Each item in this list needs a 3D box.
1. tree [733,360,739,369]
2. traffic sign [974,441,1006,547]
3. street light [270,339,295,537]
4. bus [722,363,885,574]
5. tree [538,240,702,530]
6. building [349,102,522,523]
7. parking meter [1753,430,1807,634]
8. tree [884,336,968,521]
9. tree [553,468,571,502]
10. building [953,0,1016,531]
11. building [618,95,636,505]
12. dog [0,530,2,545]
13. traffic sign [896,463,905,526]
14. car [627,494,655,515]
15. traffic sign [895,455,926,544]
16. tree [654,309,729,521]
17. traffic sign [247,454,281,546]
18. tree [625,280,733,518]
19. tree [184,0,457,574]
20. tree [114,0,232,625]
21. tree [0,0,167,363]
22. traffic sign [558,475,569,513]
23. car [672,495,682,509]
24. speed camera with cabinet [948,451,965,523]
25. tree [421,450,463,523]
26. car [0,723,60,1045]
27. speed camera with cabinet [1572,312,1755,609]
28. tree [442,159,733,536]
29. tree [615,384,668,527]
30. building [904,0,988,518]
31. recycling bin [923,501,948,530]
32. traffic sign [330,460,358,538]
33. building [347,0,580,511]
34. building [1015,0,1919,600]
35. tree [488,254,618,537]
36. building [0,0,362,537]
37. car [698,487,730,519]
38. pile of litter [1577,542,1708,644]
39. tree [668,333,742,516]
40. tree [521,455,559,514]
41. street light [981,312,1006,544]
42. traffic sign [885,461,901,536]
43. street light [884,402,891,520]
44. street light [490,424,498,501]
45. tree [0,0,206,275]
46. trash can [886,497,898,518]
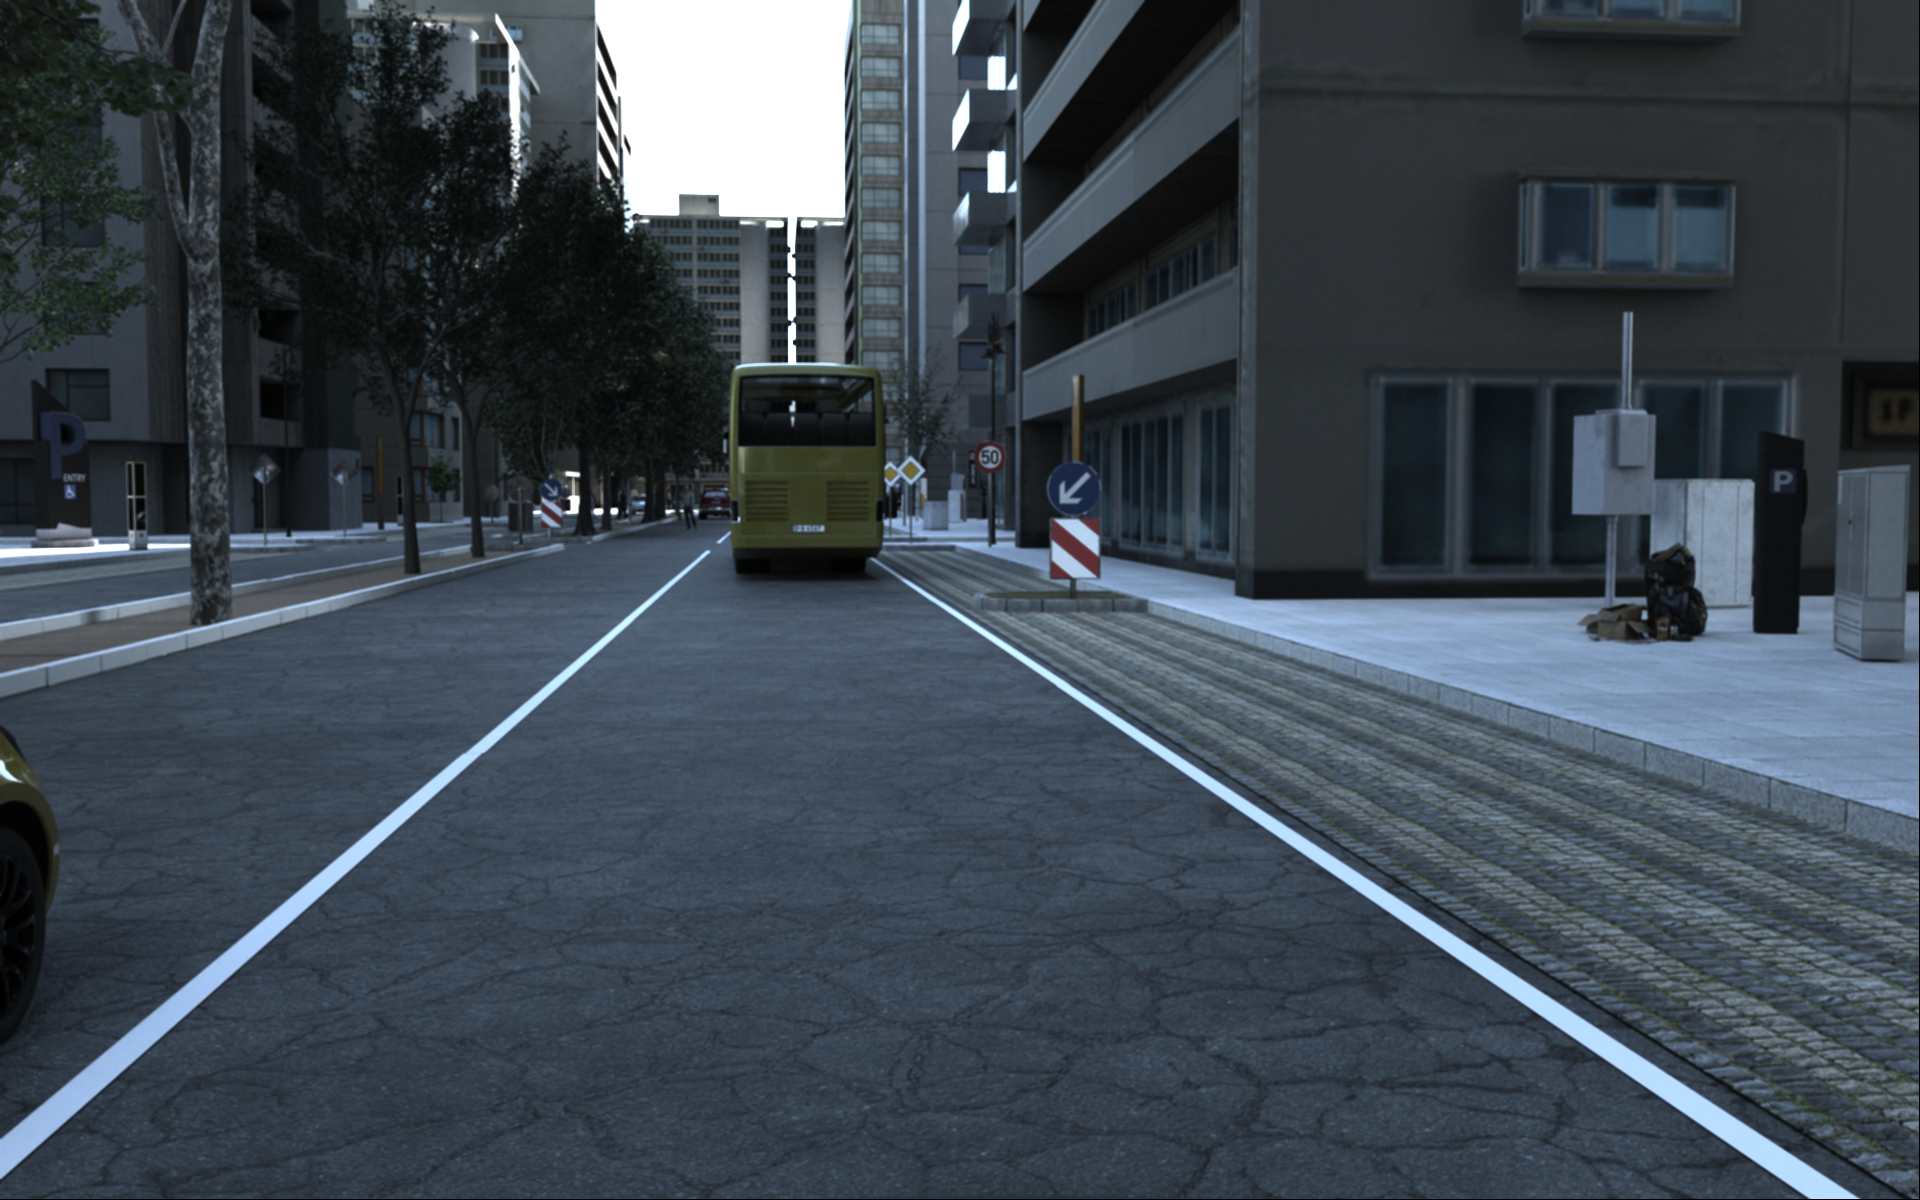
[{"bbox_3d":[-14.883,-9.986,82.739,9.611,12.733,9.660,0,3,0],"label":"tree"},{"bbox_3d":[0.727,-2.554,41.863,0.768,2.556,0.104,0,4,3],"label":"traffic sign"},{"bbox_3d":[-20.111,-4.827,51.717,0.468,5.910,1.993,0,4,-6],"label":"street light"},{"bbox_3d":[-3.266,-2.605,34.144,2.896,3.916,12.252,0,4,-7],"label":"bus"},{"bbox_3d":[-14.127,-9.048,68.512,7.486,12.596,7.792,0,3,0],"label":"tree"},{"bbox_3d":[-39.083,-14.979,89.939,27.650,21.520,28.899,0,4,-6],"label":"building"},{"bbox_3d":[7.556,-0.626,15.950,0.399,1.863,0.255,1,4,16],"label":"parking meter"},{"bbox_3d":[-1.824,-8.029,81.640,4.360,8.622,3.978,0,3,0],"label":"tree"},{"bbox_3d":[-28.407,-7.776,121.734,1.663,3.219,1.824,0,3,0],"label":"tree"},{"bbox_3d":[14.929,-27.243,65.032,30.456,49.044,23.786,0,4,-6],"label":"building"},{"bbox_3d":[-43.612,-33.051,190.491,14.200,45.320,14.600,0,4,-6],"label":"building"},{"bbox_3d":[-24.690,-1.524,44.211,0.406,0.507,0.540,-2,4,-29],"label":"dog"},{"bbox_3d":[-2.239,-4.256,69.690,0.768,2.556,0.104,0,4,1],"label":"traffic sign"},{"bbox_3d":[-21.964,-6.600,119.915,2.014,1.417,4.499,0,4,-5],"label":"car"},{"bbox_3d":[-1.269,-2.504,44.577,0.795,2.450,0.064,0,4,-6],"label":"traffic sign"},{"bbox_3d":[-16.139,-10.051,92.544,9.928,11.665,9.643,0,3,0],"label":"tree"},{"bbox_3d":[-17.225,-2.401,42.900,0.795,2.450,0.064,0,4,-6],"label":"traffic sign"},{"bbox_3d":[-17.766,-11.818,102.330,9.857,13.997,8.962,0,3,0],"label":"tree"},{"bbox_3d":[-9.799,-5.756,30.981,8.767,10.594,7.601,0,4,-6],"label":"tree"},{"bbox_3d":[-9.516,-9.833,19.124,12.611,20.169,13.585,0,3,0],"label":"tree"},{"bbox_3d":[-19.176,-6.546,32.779,9.928,11.665,9.643,0,3,0],"label":"tree"},{"bbox_3d":[-26.891,-7.171,117.351,0.768,2.556,0.104,0,4,2],"label":"traffic sign"},{"bbox_3d":[-26.938,-9.508,168.040,1.945,1.354,3.894,0,4,-4],"label":"car"},{"bbox_3d":[-0.148,-5.126,78.147,0.660,3.252,2.038,0,4,6],"label":"speed camera with cabinet"},{"bbox_3d":[-22.980,-5.022,76.703,1.663,3.219,1.824,0,3,0],"label":"tree"},{"bbox_3d":[-3.209,0.429,3.214,2.015,1.641,3.980,0,4,-5],"label":"car"},{"bbox_3d":[7.855,-1.528,19.319,2.038,3.252,0.660,-1,4,-18],"label":"speed camera with cabinet"},{"bbox_3d":[-12.855,-8.538,59.067,9.611,12.733,9.660,0,3,0],"label":"tree"},{"bbox_3d":[-14.370,-7.496,75.374,4.737,8.622,4.395,0,3,0],"label":"tree"},{"bbox_3d":[7.138,-34.386,104.216,21.231,58.520,28.212,0,4,-6],"label":"building"},{"bbox_3d":[-0.873,-3.007,61.719,0.722,1.027,0.722,-1,4,-22],"label":"recycling bin"},{"bbox_3d":[-18.073,-2.887,50.840,0.795,2.450,0.064,0,4,-6],"label":"traffic sign"},{"bbox_3d":[-46.680,-27.099,134.954,32.217,40.220,23.993,0,4,-6],"label":"building"},{"bbox_3d":[13.039,-24.916,31.084,21.300,48.544,21.600,0,4,-6],"label":"building"},{"bbox_3d":[-12.364,-6.074,52.131,4.360,8.622,3.978,0,3,0],"label":"tree"},{"bbox_3d":[-28.713,-17.426,56.616,14.160,30.474,14.107,0,4,-6],"label":"building"},{"bbox_3d":[-13.947,-5.571,99.758,2.281,1.827,5.304,0,4,-5],"label":"car"},{"bbox_3d":[6.120,-0.100,15.593,1.719,0.858,1.176,-3,5,-41],"label":"pile of litter"},{"bbox_3d":[-18.645,-12.303,113.986,12.009,13.543,11.850,0,3,0],"label":"tree"},{"bbox_3d":[-27.675,-7.867,112.342,4.285,4.588,4.351,0,3,0],"label":"tree"},{"bbox_3d":[0.848,-4.365,44.154,0.468,5.910,1.993,0,4,-6],"label":"street light"},{"bbox_3d":[-2.117,-2.989,52.517,0.795,2.450,0.064,0,4,-6],"label":"traffic sign"},{"bbox_3d":[-3.736,-6.962,86.617,0.468,5.910,1.993,0,4,-6],"label":"street light"},{"bbox_3d":[-24.493,-7.262,91.515,0.468,5.910,1.993,0,4,-6],"label":"street light"},{"bbox_3d":[-7.852,-5.429,9.346,7.486,12.596,7.792,0,3,0],"label":"tree"},{"bbox_3d":[-3.600,-4.883,91.485,0.748,1.137,0.748,0,3,0],"label":"trash can"}]
